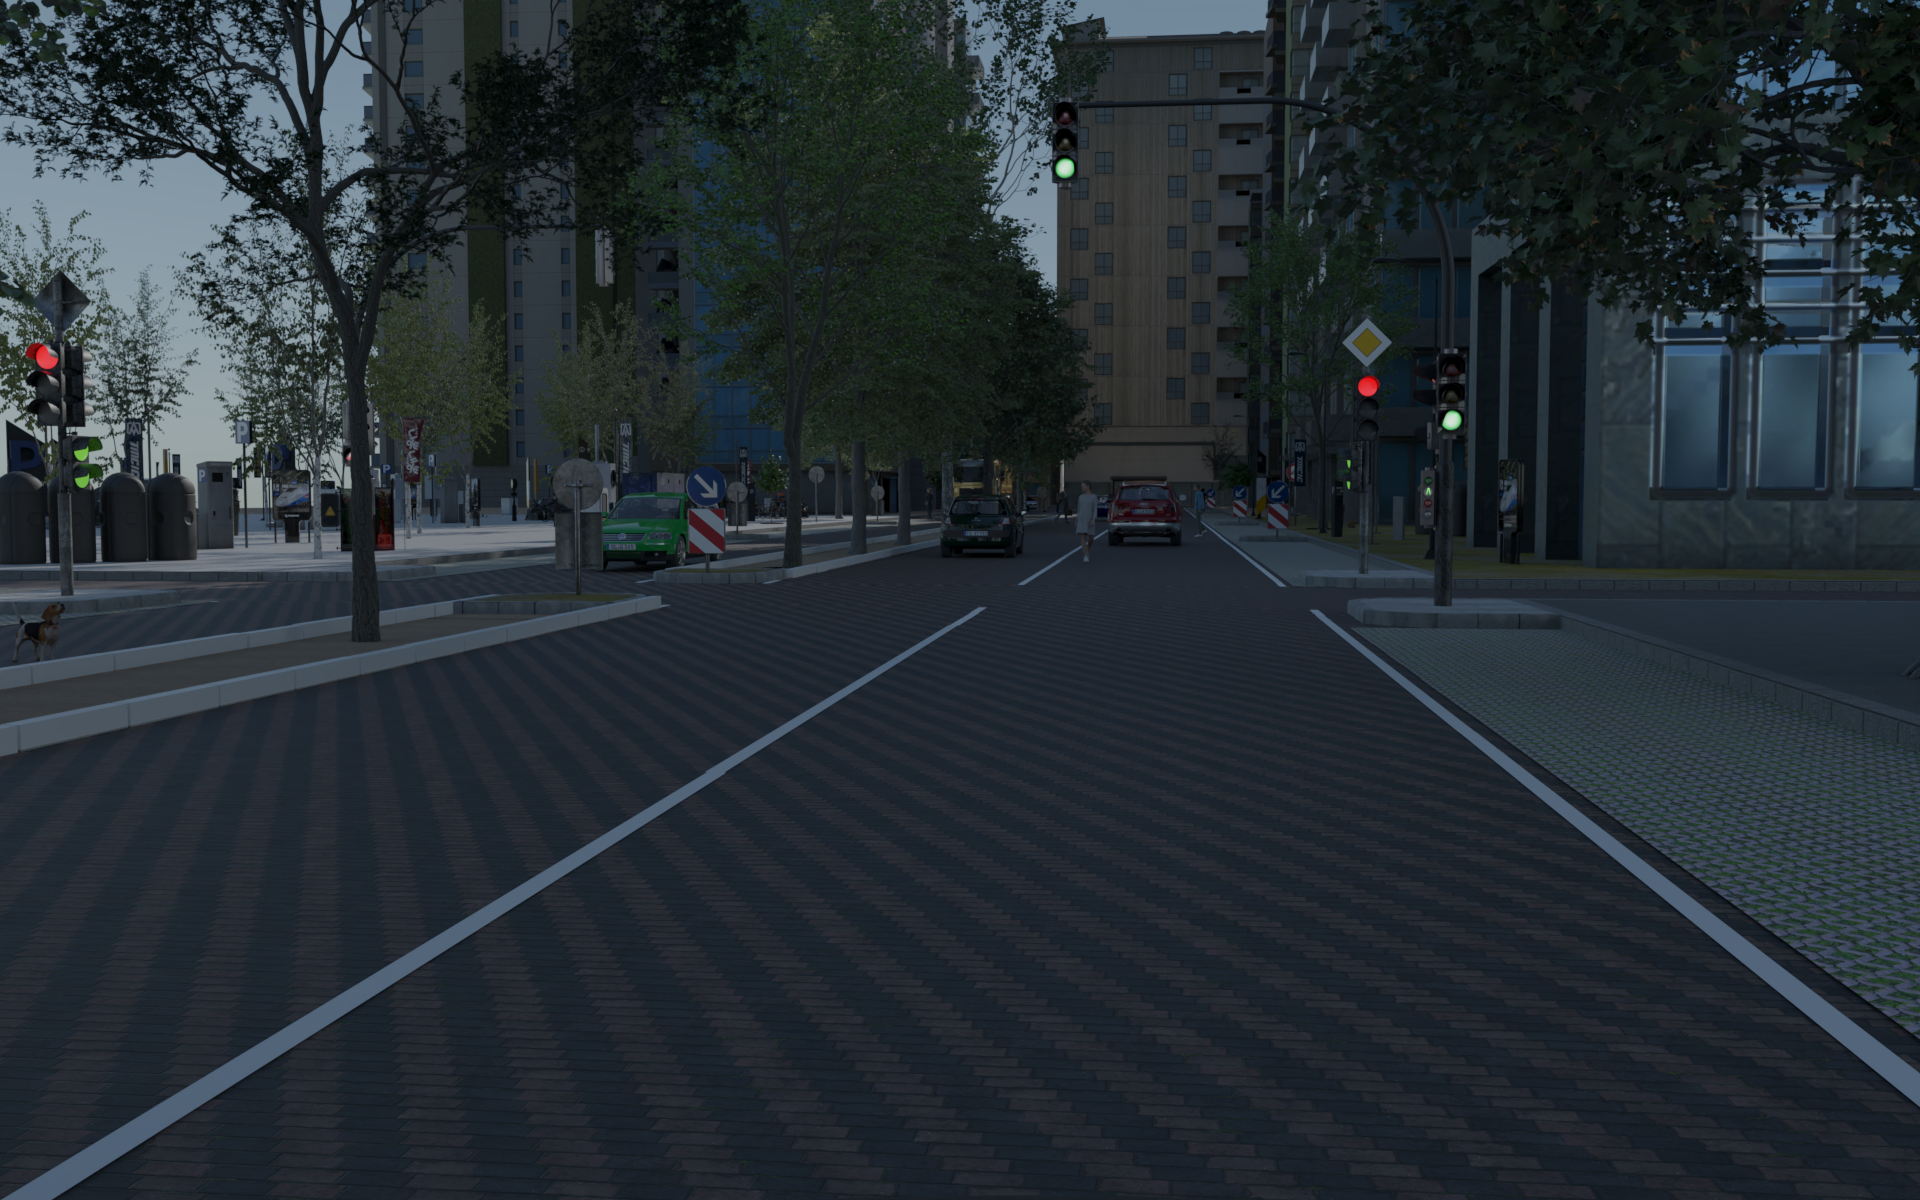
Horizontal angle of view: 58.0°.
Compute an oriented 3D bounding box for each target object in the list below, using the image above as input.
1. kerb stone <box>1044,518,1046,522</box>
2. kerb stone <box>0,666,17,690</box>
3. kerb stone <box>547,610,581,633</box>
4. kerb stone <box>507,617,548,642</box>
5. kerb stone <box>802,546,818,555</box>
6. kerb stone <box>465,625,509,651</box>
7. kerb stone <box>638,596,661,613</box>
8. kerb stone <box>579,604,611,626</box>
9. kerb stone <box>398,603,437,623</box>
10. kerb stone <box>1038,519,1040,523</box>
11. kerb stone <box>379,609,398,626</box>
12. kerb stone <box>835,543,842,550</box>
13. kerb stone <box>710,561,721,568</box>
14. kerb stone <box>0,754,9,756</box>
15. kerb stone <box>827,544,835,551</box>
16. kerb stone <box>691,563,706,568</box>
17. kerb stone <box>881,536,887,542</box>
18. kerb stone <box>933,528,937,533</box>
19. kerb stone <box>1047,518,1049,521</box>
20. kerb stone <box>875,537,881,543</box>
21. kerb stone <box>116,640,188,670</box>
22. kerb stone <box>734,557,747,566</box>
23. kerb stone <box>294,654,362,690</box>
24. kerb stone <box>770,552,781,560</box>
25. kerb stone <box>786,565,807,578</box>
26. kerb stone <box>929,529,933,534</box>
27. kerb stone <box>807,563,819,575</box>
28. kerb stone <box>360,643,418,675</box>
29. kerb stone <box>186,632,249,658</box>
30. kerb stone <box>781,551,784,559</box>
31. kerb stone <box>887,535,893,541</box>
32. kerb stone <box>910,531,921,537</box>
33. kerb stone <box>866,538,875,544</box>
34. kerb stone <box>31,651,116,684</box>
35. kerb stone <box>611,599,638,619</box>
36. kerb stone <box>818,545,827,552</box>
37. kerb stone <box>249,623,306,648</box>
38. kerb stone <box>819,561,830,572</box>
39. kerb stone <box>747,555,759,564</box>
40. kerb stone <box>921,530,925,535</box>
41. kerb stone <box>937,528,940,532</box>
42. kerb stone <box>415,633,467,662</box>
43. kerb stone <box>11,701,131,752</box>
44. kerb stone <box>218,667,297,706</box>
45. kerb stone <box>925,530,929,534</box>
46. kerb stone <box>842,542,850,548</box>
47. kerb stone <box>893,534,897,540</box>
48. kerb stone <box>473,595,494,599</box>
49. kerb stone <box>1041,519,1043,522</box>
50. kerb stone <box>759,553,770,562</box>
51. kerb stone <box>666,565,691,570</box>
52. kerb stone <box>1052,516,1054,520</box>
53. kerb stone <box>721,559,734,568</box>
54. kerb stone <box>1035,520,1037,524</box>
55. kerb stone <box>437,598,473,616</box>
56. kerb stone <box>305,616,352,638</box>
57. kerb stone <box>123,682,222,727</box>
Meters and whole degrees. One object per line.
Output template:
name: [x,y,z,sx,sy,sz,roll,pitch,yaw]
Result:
kerb stone: [4.181,-4.085,88.988,0.120,0.150,1.000,0,4,7]
kerb stone: [-7.057,0.596,12.443,0.120,0.150,1.000,0,4,7]
kerb stone: [-4.254,0.241,18.261,0.120,0.150,1.000,0,4,7]
kerb stone: [-4.369,0.303,17.245,0.120,0.150,1.000,0,4,7]
kerb stone: [-3.608,-1.176,41.462,0.120,0.150,1.000,0,4,7]
kerb stone: [-4.498,0.365,16.232,0.120,0.150,1.000,0,4,7]
kerb stone: [-3.881,0.054,21.310,0.120,0.150,1.000,0,4,7]
kerb stone: [-4.131,0.179,19.275,0.120,0.150,1.000,0,4,7]
kerb stone: [-6.211,0.160,19.581,0.120,0.150,1.000,0,4,7]
kerb stone: [3.693,-3.836,84.915,0.120,0.150,1.000,0,4,7]
kerb stone: [-6.328,0.223,18.557,0.120,0.150,1.000,0,4,7]
kerb stone: [-3.239,-1.362,44.507,0.120,0.150,1.000,0,4,7]
kerb stone: [-4.689,-0.618,32.292,0.120,0.150,1.000,0,4,7]
kerb stone: [-5.342,0.800,9.108,0.120,0.150,1.000,0,4,7]
kerb stone: [-3.354,-1.302,43.491,0.120,0.150,1.000,0,4,7]
kerb stone: [-4.810,-0.553,31.269,0.120,0.150,1.000,0,4,7]
kerb stone: [-2.390,-1.796,51.623,0.120,0.150,1.000,0,4,7]
kerb stone: [-1.064,-2.484,62.812,0.120,0.150,1.000,0,4,7]
kerb stone: [4.432,-4.210,91.029,0.120,0.150,1.000,0,4,7]
kerb stone: [-2.510,-1.738,50.607,0.120,0.150,1.000,0,4,7]
kerb stone: [-6.814,0.473,14.482,0.120,0.150,1.000,0,4,7]
kerb stone: [-4.451,-0.740,34.349,0.120,0.150,1.000,0,4,7]
kerb stone: [-4.857,0.552,13.176,0.120,0.150,1.000,0,4,7]
kerb stone: [-4.085,-0.926,37.399,0.120,0.150,1.000,0,4,7]
kerb stone: [-2.848,-0.477,30.001,0.120,0.150,1.000,0,4,7]
kerb stone: [-1.173,-2.422,61.796,0.120,0.150,1.000,0,4,7]
kerb stone: [-2.734,-0.539,31.018,0.120,0.150,1.000,0,4,7]
kerb stone: [-4.734,0.494,14.191,0.120,0.150,1.000,0,4,7]
kerb stone: [-6.704,0.410,15.498,0.120,0.150,1.000,0,4,7]
kerb stone: [-3.958,-0.992,38.415,0.120,0.150,1.000,0,4,7]
kerb stone: [-2.266,-1.862,52.637,0.120,0.150,1.000,0,4,7]
kerb stone: [-1.543,-2.233,58.731,0.120,0.150,1.000,0,4,7]
kerb stone: [-2.637,-1.676,49.592,0.120,0.150,1.000,0,4,7]
kerb stone: [-6.937,0.534,13.464,0.120,0.150,1.000,0,4,7]
kerb stone: [-4.011,0.118,20.296,0.120,0.150,1.000,0,4,7]
kerb stone: [-3.481,-1.240,42.477,0.120,0.150,1.000,0,4,7]
kerb stone: [-6.570,0.354,16.523,0.120,0.150,1.000,0,4,7]
kerb stone: [-2.600,-0.600,32.039,0.120,0.150,1.000,0,4,7]
kerb stone: [-4.325,-0.806,35.366,0.120,0.150,1.000,0,4,7]
kerb stone: [-1.422,-2.295,59.760,0.120,0.150,1.000,0,4,7]
kerb stone: [-0.935,-2.544,63.840,0.120,0.150,1.000,0,4,7]
kerb stone: [-4.615,0.427,15.216,0.120,0.150,1.000,0,4,7]
kerb stone: [-5.221,0.738,10.129,0.120,0.150,1.000,0,4,7]
kerb stone: [-4.979,0.614,12.158,0.120,0.150,1.000,0,4,7]
kerb stone: [-1.300,-2.352,60.782,0.120,0.150,1.000,0,4,7]
kerb stone: [-3.115,-1.427,45.523,0.120,0.150,1.000,0,4,7]
kerb stone: [-2.149,-1.922,53.653,0.120,0.150,1.000,0,4,7]
kerb stone: [-5.970,0.036,21.611,0.120,0.150,1.000,0,4,7]
kerb stone: [3.935,-3.954,86.958,0.120,0.150,1.000,0,4,7]
kerb stone: [-4.207,-0.864,36.384,0.120,0.150,1.000,0,4,7]
kerb stone: [-4.941,-0.493,30.249,0.120,0.150,1.000,0,4,7]
kerb stone: [4.907,-4.451,95.096,0.120,0.150,1.000,0,4,7]
kerb stone: [-4.571,-0.679,33.324,0.120,0.150,1.000,0,4,7]
kerb stone: [3.445,-3.711,82.880,0.120,0.150,1.000,0,4,7]
kerb stone: [-6.083,0.098,20.595,0.120,0.150,1.000,0,4,7]
kerb stone: [-6.454,0.285,17.541,0.120,0.150,1.000,0,4,7]
kerb stone: [-5.097,0.676,11.143,0.120,0.150,1.000,0,4,7]
